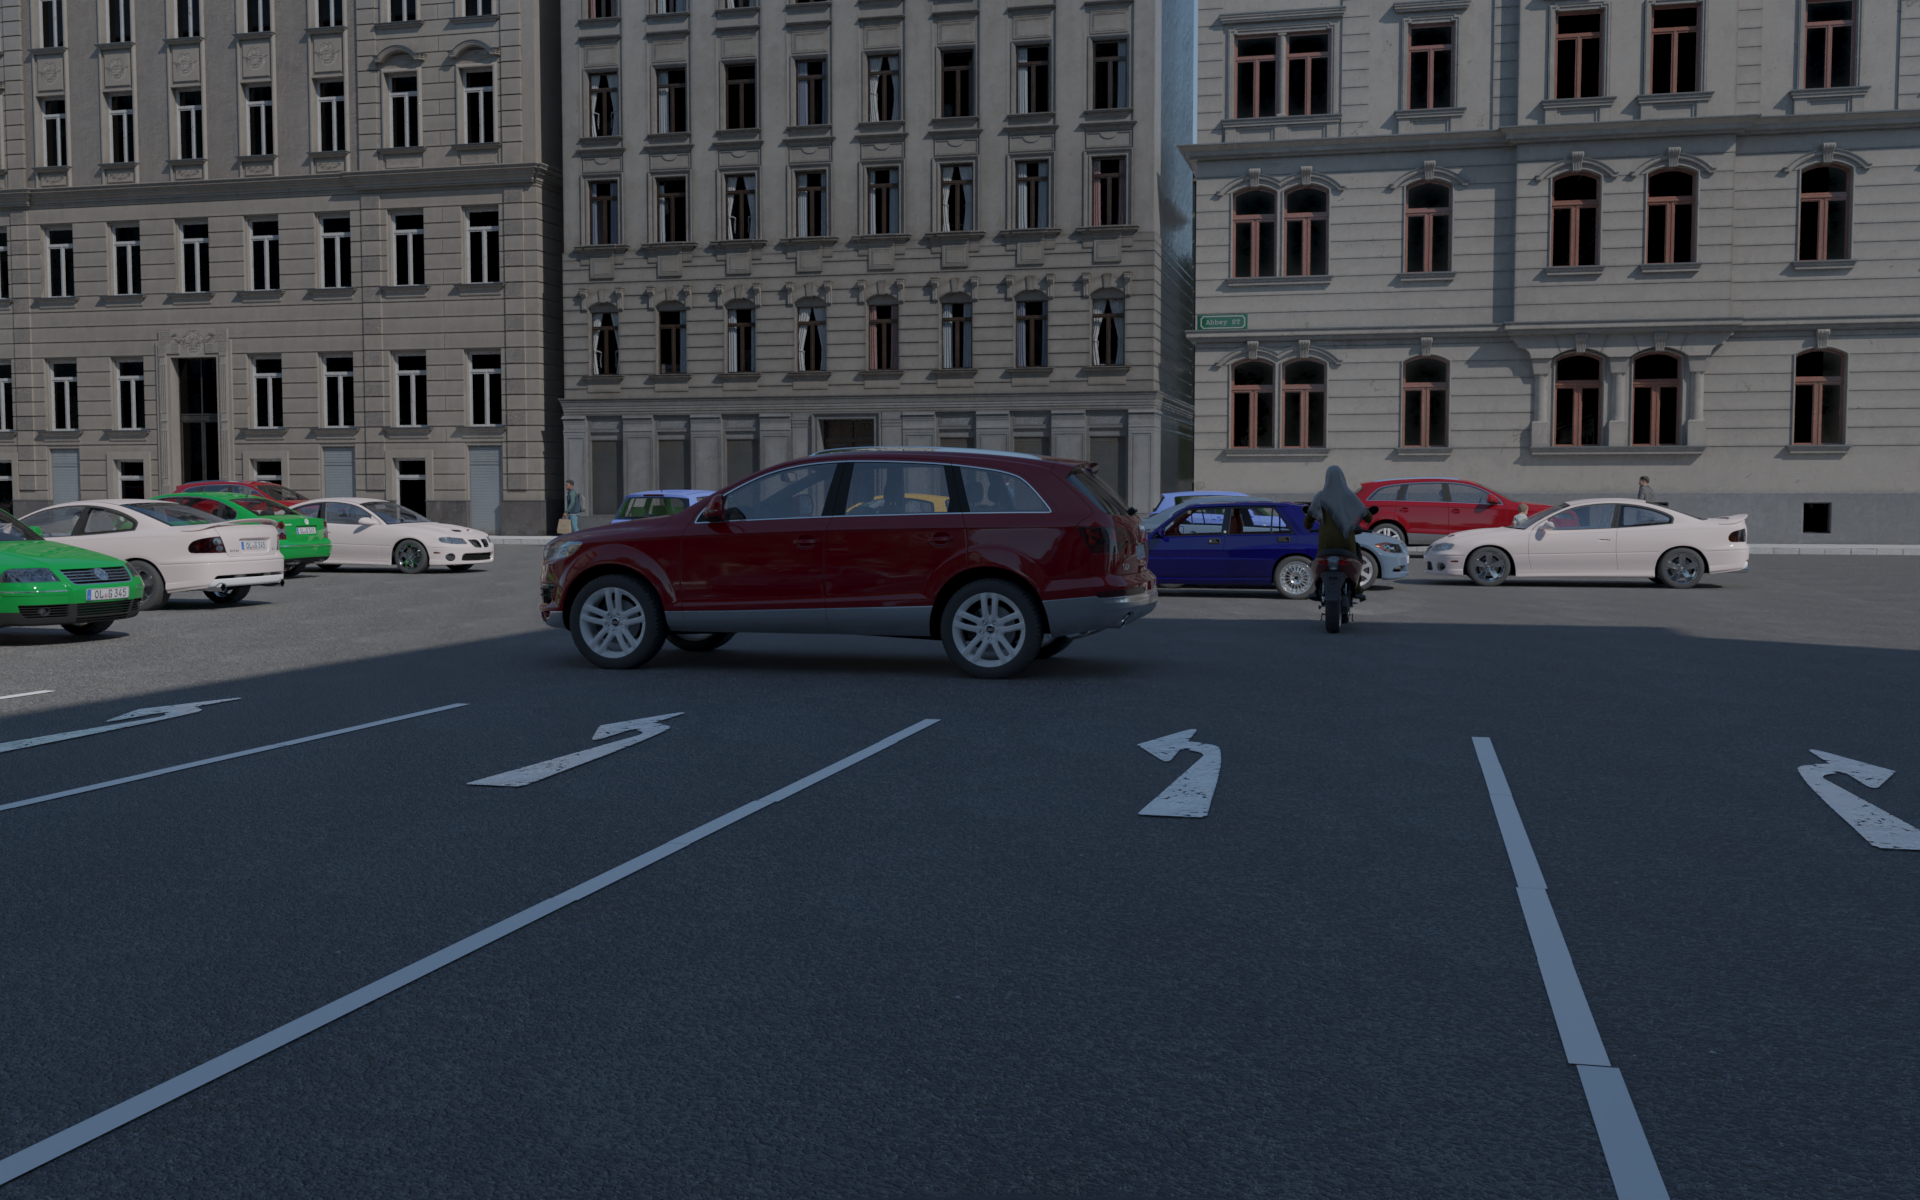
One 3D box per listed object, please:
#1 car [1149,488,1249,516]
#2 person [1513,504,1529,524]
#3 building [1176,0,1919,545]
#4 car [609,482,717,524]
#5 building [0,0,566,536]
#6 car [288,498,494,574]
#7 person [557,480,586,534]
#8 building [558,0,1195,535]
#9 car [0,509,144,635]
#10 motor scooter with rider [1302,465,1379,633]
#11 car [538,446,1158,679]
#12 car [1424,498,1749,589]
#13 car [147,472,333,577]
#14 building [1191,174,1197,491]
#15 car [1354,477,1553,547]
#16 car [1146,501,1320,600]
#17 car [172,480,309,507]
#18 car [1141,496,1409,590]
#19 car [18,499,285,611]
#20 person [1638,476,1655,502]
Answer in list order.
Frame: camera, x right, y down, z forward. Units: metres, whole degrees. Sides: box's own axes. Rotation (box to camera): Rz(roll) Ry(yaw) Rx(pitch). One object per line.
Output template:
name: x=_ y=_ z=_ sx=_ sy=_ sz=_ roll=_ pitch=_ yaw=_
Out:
car: x=5.806 y=-1.689 z=37.209 sx=3.694 sy=1.707 sz=1.945 roll=1 pitch=4 yaw=15
person: x=10.580 y=-1.192 z=32.681 sx=0.332 sy=1.250 sz=0.352 roll=2 pitch=4 yaw=26
building: x=18.676 y=-16.095 z=50.546 sx=23.554 sy=28.519 sz=14.401 roll=1 pitch=4 yaw=14
car: x=-4.196 y=-1.081 z=27.274 sx=1.945 sy=1.707 sz=3.694 roll=1 pitch=4 yaw=15
building: x=-23.070 y=-16.080 z=60.166 sx=25.104 sy=27.353 sz=12.463 roll=1 pitch=4 yaw=14
car: x=-11.041 y=-1.214 z=32.211 sx=4.827 sy=1.381 sz=2.083 roll=1 pitch=4 yaw=14
person: x=-10.538 y=-2.351 z=46.922 sx=0.713 sy=1.824 sz=0.794 roll=1 pitch=4 yaw=10
building: x=-2.139 y=-12.515 z=53.766 sx=18.267 sy=20.994 sz=9.793 roll=1 pitch=4 yaw=14
car: x=-10.460 y=-0.520 z=17.299 sx=4.718 sy=1.807 sz=1.959 roll=1 pitch=4 yaw=16
motor scooter with rider: x=4.071 y=-0.581 z=18.472 sx=0.876 sy=1.779 sz=1.986 roll=1 pitch=4 yaw=16
car: x=-0.998 y=-0.365 z=14.642 sx=5.304 sy=1.827 sz=2.281 roll=1 pitch=4 yaw=14
car: x=9.813 y=-0.914 z=27.307 sx=4.827 sy=1.381 sz=2.083 roll=1 pitch=4 yaw=13
car: x=-13.193 y=-1.277 z=29.682 sx=4.718 sy=1.807 sz=1.959 roll=1 pitch=4 yaw=12
building: x=41.222 y=-34.140 z=212.814 sx=28.867 sy=44.769 sz=22.147 roll=1 pitch=4 yaw=14
car: x=11.210 y=-1.860 z=39.084 sx=5.304 sy=1.827 sz=2.281 roll=1 pitch=4 yaw=16
car: x=3.519 y=-0.733 z=24.572 sx=3.894 sy=1.354 sz=1.945 roll=1 pitch=4 yaw=15
car: x=-19.650 y=-2.428 z=48.369 sx=5.304 sy=1.827 sz=2.281 roll=1 pitch=4 yaw=13
car: x=4.616 y=-0.900 z=26.721 sx=4.499 sy=1.417 sz=2.014 roll=1 pitch=4 yaw=15
car: x=-11.152 y=-0.611 z=22.352 sx=4.827 sy=1.381 sz=2.083 roll=1 pitch=4 yaw=13
person: x=15.529 y=-1.909 z=39.524 sx=0.655 sy=1.846 sz=0.447 roll=-3 pitch=5 yaw=-44
